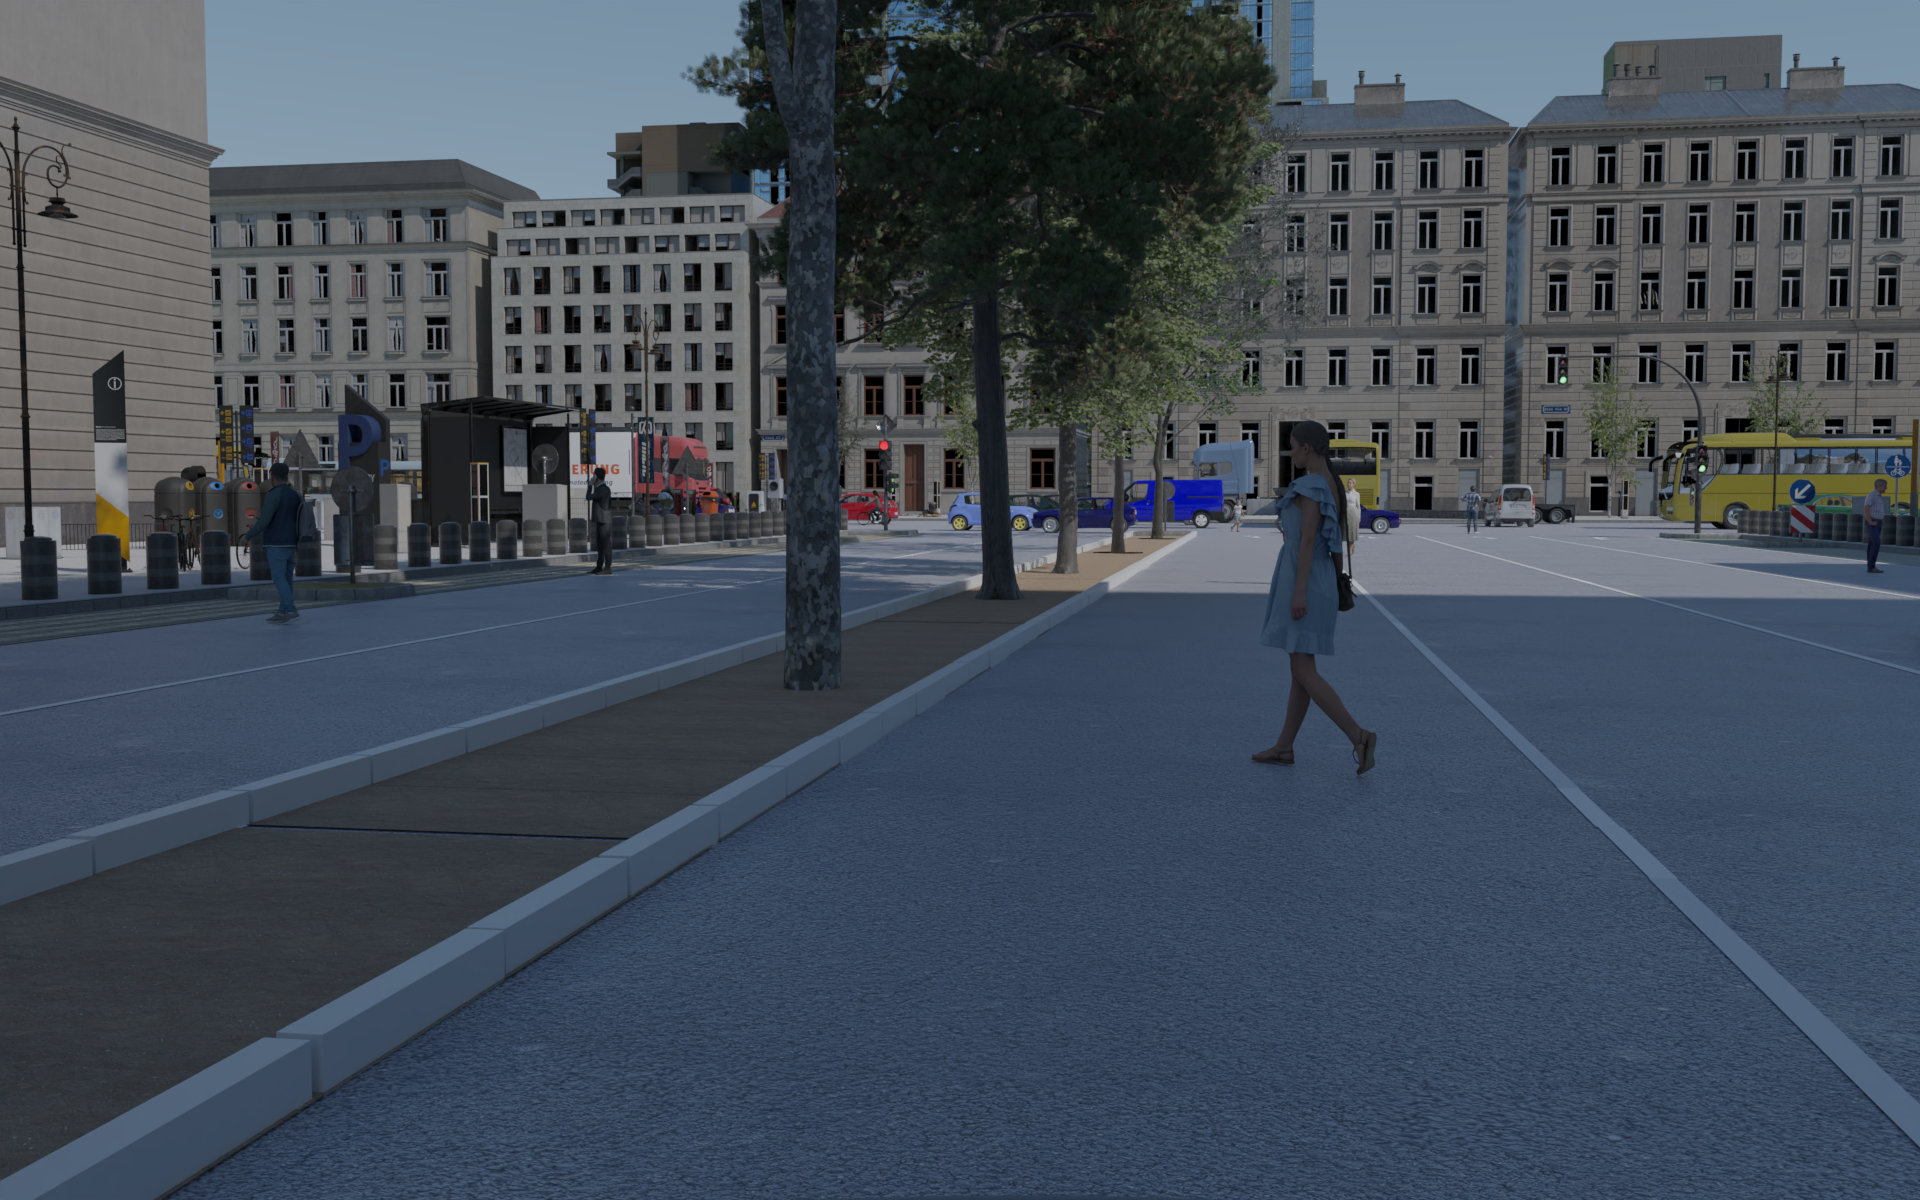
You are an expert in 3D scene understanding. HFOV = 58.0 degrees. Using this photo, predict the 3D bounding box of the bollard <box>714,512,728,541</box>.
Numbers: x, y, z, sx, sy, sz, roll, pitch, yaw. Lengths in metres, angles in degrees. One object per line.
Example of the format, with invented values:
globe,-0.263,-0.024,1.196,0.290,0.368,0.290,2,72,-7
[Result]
bollard,-6.664,-1.992,47.286,0.404,0.777,0.398,0,3,0

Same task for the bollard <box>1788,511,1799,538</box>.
bollard,24.723,-2.215,50.936,0.404,0.777,0.398,0,3,0

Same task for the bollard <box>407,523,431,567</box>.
bollard,-9.566,-0.973,30.633,0.404,0.777,0.398,0,3,0

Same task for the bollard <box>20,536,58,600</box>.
bollard,-11.225,-0.391,21.110,0.404,0.777,0.398,0,3,0

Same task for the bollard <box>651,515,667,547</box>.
bollard,-7.503,-1.700,42.507,0.404,0.777,0.398,0,3,0

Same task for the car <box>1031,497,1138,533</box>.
car,4.577,-3.124,63.665,3.894,1.354,1.945,0,4,8

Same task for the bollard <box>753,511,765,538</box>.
bollard,-6.045,-2.210,50.851,0.404,0.777,0.398,0,3,0

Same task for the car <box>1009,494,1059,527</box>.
car,3.333,-3.849,72.713,4.222,1.686,2.009,1,4,10

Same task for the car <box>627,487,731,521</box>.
car,-12.701,-4.140,76.359,5.304,1.827,2.281,0,4,8

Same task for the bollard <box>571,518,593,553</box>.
bollard,-8.325,-1.409,37.757,0.404,0.777,0.398,0,3,0

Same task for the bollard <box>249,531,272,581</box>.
bollard,-10.396,-0.682,25.862,0.404,0.777,0.398,0,3,0

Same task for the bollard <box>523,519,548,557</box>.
bollard,-8.739,-1.264,35.389,0.404,0.777,0.398,0,3,0

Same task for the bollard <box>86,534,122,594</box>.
bollard,-11.017,-0.463,22.293,0.404,0.777,0.398,0,3,0

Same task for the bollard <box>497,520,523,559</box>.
bollard,-8.945,-1.191,34.185,0.404,0.777,0.398,0,3,0

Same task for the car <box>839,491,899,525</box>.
car,-5.173,-4.497,82.563,4.494,1.783,2.155,1,4,11

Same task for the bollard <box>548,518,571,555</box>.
bollard,-8.531,-1.337,36.573,0.404,0.777,0.398,0,3,0

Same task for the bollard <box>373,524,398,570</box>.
bollard,-9.776,-0.901,29.450,0.404,0.777,0.398,0,3,0

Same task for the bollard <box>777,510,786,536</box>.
bollard,-5.628,-2.356,53.233,0.404,0.777,0.398,0,3,0

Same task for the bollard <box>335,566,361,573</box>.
bollard,-9.981,-0.827,28.246,0.404,0.777,0.398,0,3,0

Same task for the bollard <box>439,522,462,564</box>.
bollard,-9.362,-1.046,31.818,0.404,0.777,0.398,0,3,0

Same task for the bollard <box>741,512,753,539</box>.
bollard,-6.254,-2.138,49.668,0.404,0.777,0.398,0,3,0

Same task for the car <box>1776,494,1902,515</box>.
car,33.028,-3.242,64.800,4.920,1.459,2.131,1,4,10

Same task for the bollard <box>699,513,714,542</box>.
bollard,-6.878,-1.919,46.089,0.404,0.777,0.398,0,3,0

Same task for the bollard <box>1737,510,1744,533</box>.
bollard,25.759,-2.580,56.892,0.404,0.777,0.398,0,3,0

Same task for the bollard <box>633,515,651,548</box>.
bollard,-7.708,-1.627,41.322,0.404,0.777,0.398,0,3,0

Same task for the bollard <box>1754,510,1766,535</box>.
bollard,25.346,-2.433,54.502,0.404,0.777,0.398,0,3,0

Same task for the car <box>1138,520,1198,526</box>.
car,9.289,-4.168,79.940,4.920,1.459,2.131,1,4,11

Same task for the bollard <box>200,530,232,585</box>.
bollard,-10.607,-0.609,24.678,0.404,0.777,0.398,0,3,0

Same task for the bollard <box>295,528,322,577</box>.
bollard,-10.190,-0.755,27.062,0.404,0.777,0.398,0,3,0

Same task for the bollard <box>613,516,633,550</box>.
bollard,-7.911,-1.555,40.135,0.404,0.777,0.398,0,3,0

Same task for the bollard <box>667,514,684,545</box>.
bollard,-7.291,-1.773,43.711,0.404,0.777,0.398,0,3,0

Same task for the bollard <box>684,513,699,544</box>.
bollard,-7.082,-1.846,44.904,0.404,0.777,0.398,0,3,0

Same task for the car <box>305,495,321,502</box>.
car,-27.170,-3.743,71.421,3.980,1.641,2.015,1,4,10

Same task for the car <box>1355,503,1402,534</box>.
car,14.056,-3.088,63.073,3.894,1.354,1.945,1,4,10

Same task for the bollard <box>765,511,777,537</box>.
bollard,-5.835,-2.283,52.049,0.404,0.777,0.398,0,3,0

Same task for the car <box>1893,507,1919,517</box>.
car,35.618,-3.031,61.355,4.920,1.459,2.131,1,4,11

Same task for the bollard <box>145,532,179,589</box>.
bollard,-10.814,-0.536,23.478,0.404,0.777,0.398,0,3,0

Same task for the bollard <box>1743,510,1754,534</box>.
bollard,25.547,-2.506,55.687,0.404,0.777,0.398,0,3,0

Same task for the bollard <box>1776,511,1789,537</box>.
bollard,24.928,-2.288,52.126,0.404,0.777,0.398,0,3,0

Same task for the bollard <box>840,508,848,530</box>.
bollard,-4.188,-2.863,61.532,0.404,0.777,0.398,0,3,0

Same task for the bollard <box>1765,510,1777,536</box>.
bollard,25.139,-2.361,53.318,0.404,0.777,0.398,0,3,0

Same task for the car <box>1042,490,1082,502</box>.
car,5.766,-4.833,88.802,4.222,1.686,2.009,1,4,9

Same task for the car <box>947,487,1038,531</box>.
car,1.373,-3.559,67.783,3.694,1.707,1.945,1,4,10

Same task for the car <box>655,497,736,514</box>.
car,-10.956,-3.472,69.346,3.894,1.354,1.945,1,4,9

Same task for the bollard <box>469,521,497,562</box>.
bollard,-9.151,-1.118,33.001,0.404,0.777,0.398,0,3,0

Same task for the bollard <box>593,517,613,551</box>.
bollard,-8.122,-1.482,38.941,0.404,0.777,0.398,0,3,0

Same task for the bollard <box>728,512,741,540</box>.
bollard,-6.461,-2.064,48.471,0.404,0.777,0.398,0,3,0

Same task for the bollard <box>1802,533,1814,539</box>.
bollard,24.516,-2.143,49.750,0.404,0.777,0.398,0,3,0
